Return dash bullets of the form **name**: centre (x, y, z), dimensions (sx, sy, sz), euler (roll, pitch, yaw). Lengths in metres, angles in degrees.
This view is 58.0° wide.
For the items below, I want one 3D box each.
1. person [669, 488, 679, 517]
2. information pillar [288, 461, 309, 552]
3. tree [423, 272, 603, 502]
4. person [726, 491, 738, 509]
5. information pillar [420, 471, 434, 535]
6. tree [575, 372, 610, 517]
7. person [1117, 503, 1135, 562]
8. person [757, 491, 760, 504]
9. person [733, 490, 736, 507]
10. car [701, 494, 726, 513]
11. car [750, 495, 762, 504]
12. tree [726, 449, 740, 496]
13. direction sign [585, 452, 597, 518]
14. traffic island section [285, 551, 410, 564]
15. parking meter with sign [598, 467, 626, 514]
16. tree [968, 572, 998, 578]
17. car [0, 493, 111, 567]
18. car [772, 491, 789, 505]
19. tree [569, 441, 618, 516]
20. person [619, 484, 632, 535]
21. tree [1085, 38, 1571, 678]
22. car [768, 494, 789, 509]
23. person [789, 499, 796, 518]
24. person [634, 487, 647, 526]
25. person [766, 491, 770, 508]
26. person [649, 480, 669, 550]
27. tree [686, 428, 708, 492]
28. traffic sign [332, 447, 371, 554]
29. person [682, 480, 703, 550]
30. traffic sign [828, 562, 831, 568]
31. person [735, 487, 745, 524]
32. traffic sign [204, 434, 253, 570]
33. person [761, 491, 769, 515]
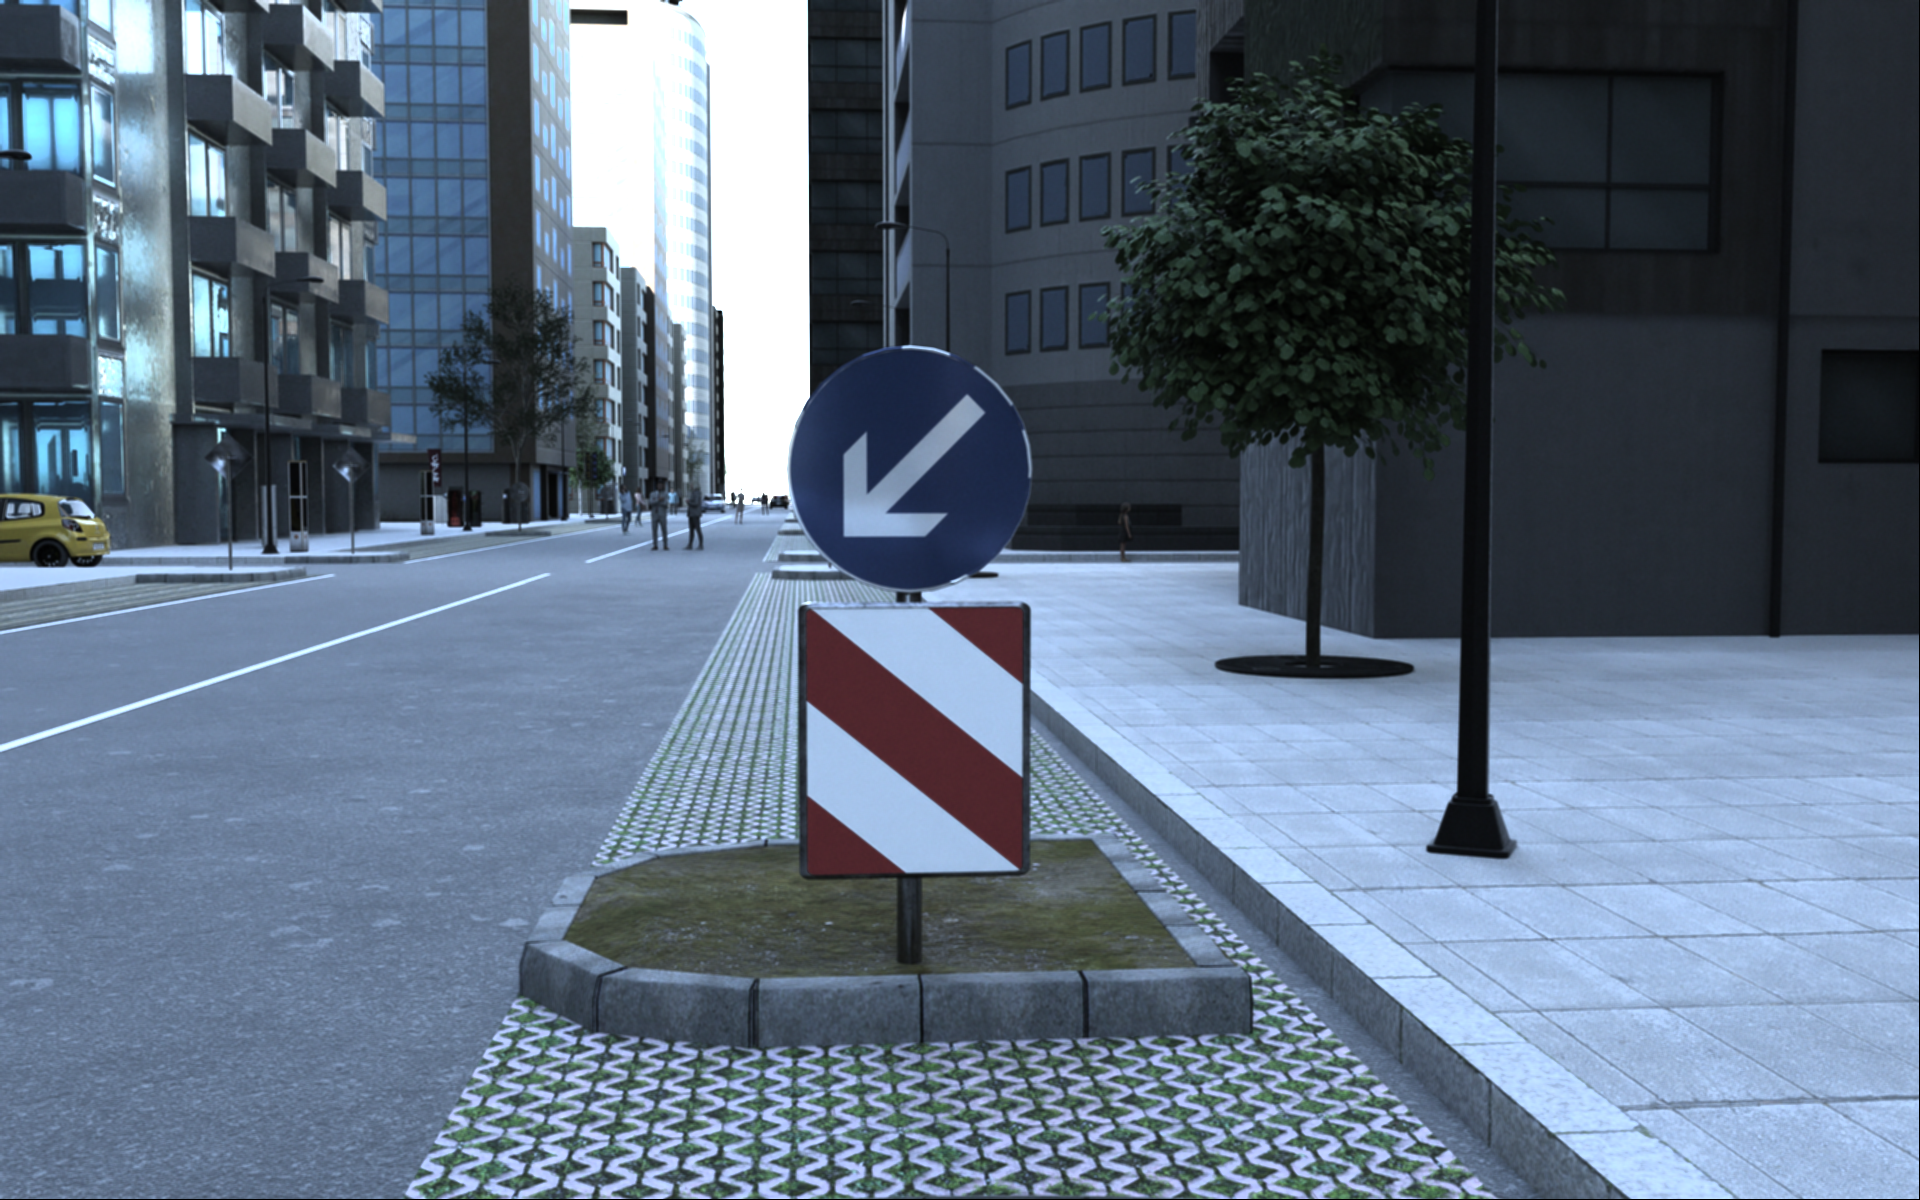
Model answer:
- **person**: centre (-18.053, -6.151, 109.091), dimensions (0.660, 1.820, 0.620), euler (0, 4, -7)
- **information pillar**: centre (-14.644, -2.070, 38.328), dimensions (0.304, 2.012, 0.304), euler (0, 4, 2)
- **tree**: centre (-19.108, -8.529, 73.867), dimensions (8.767, 10.594, 7.601), euler (1, 4, 12)
- **person**: centre (-21.514, -9.435, 163.582), dimensions (1.217, 1.723, 0.721), euler (-1, 4, -19)
- **information pillar**: centre (-16.734, -3.050, 54.367), dimensions (0.304, 2.012, 0.304), euler (3, 4, 38)
- **tree**: centre (-21.751, -9.055, 98.409), dimensions (4.360, 8.622, 3.978), euler (0, 3, 0)
- **person**: centre (3.506, -1.428, 36.523), dimensions (0.373, 1.253, 0.362), euler (0, 4, -2)
- **person**: centre (-28.740, -14.582, 246.932), dimensions (0.705, 1.822, 1.348), euler (0, 4, 2)
- **person**: centre (-24.095, -10.800, 185.070), dimensions (0.705, 1.826, 1.348), euler (0, 4, 4)
- **car**: centre (-18.936, -7.396, 132.929), dimensions (2.014, 1.417, 4.499), euler (0, 4, -6)
- **car**: centre (-30.527, -15.149, 260.264), dimensions (1.945, 1.354, 3.894), euler (0, 4, -4)
- **tree**: centre (-36.525, -19.617, 271.104), dimensions (4.360, 8.622, 3.978), euler (0, 3, 0)
- **direction sign**: centre (-19.923, -6.215, 93.608), dimensions (0.379, 3.537, 0.876), euler (2, 4, 29)
- **traffic island section**: centre (-13.016, -0.905, 37.083), dimensions (2.009, 0.180, 2.903), euler (0, 4, -5)
- **parking meter with sign**: centre (-22.446, -7.052, 111.560), dimensions (1.738, 3.016, 0.543), euler (1, 4, 8)
- **tree**: centre (0.183, -1.980, 26.980), dimensions (1.663, 3.219, 1.824), euler (0, 3, 0)
- **car**: centre (-18.381, -1.388, 32.912), dimensions (3.980, 1.641, 2.015), euler (0, 4, -3)
- **car**: centre (-23.126, -13.140, 223.513), dimensions (2.281, 1.827, 5.304), euler (0, 4, -7)
- **tree**: centre (-22.192, -7.318, 103.363), dimensions (4.285, 4.588, 4.351), euler (0, 3, 0)
- **person**: centre (-11.798, -3.200, 61.085), dimensions (0.793, 1.790, 0.793), euler (0, 4, -4)
- **tree**: centre (2.627, -1.763, 12.535), dimensions (4.285, 4.588, 4.351), euler (0, 3, 0)
- **car**: centre (-17.463, -9.591, 166.597), dimensions (2.009, 1.686, 4.222), euler (0, 4, -7)
- **person**: centre (-9.689, -5.704, 101.873), dimensions (0.709, 1.813, 0.853), euler (-1, 4, -15)
- **person**: centre (-14.222, -4.131, 76.632), dimensions (0.643, 1.750, 0.593), euler (-3, 5, -41)
- **person**: centre (-20.404, -10.688, 183.968), dimensions (1.217, 1.735, 0.721), euler (3, 5, 43)
- **person**: centre (-7.715, -2.186, 44.426), dimensions (0.511, 1.800, 0.466), euler (-1, 4, -16)
- **tree**: centre (-29.436, -14.468, 186.906), dimensions (4.360, 8.622, 3.978), euler (0, 3, 0)
- **traffic sign**: centre (-12.994, -2.042, 37.023), dimensions (0.795, 2.450, 0.064), euler (0, 4, -5)
- **person**: centre (-6.868, -2.193, 44.540), dimensions (0.526, 1.800, 0.537), euler (-1, 4, -15)
- **traffic sign**: centre (-2.259, -1.610, 29.967), dimensions (0.795, 2.450, 0.064), euler (0, 4, -5)
- **person**: centre (-10.492, -4.522, 82.773), dimensions (0.599, 1.781, 0.374), euler (-2, 4, -29)
- **traffic sign**: centre (-12.263, -1.555, 29.071), dimensions (0.795, 2.450, 0.064), euler (0, 4, -5)
- **person**: centre (-13.421, -6.676, 119.114), dimensions (0.415, 1.643, 0.593), euler (3, 5, 44)
